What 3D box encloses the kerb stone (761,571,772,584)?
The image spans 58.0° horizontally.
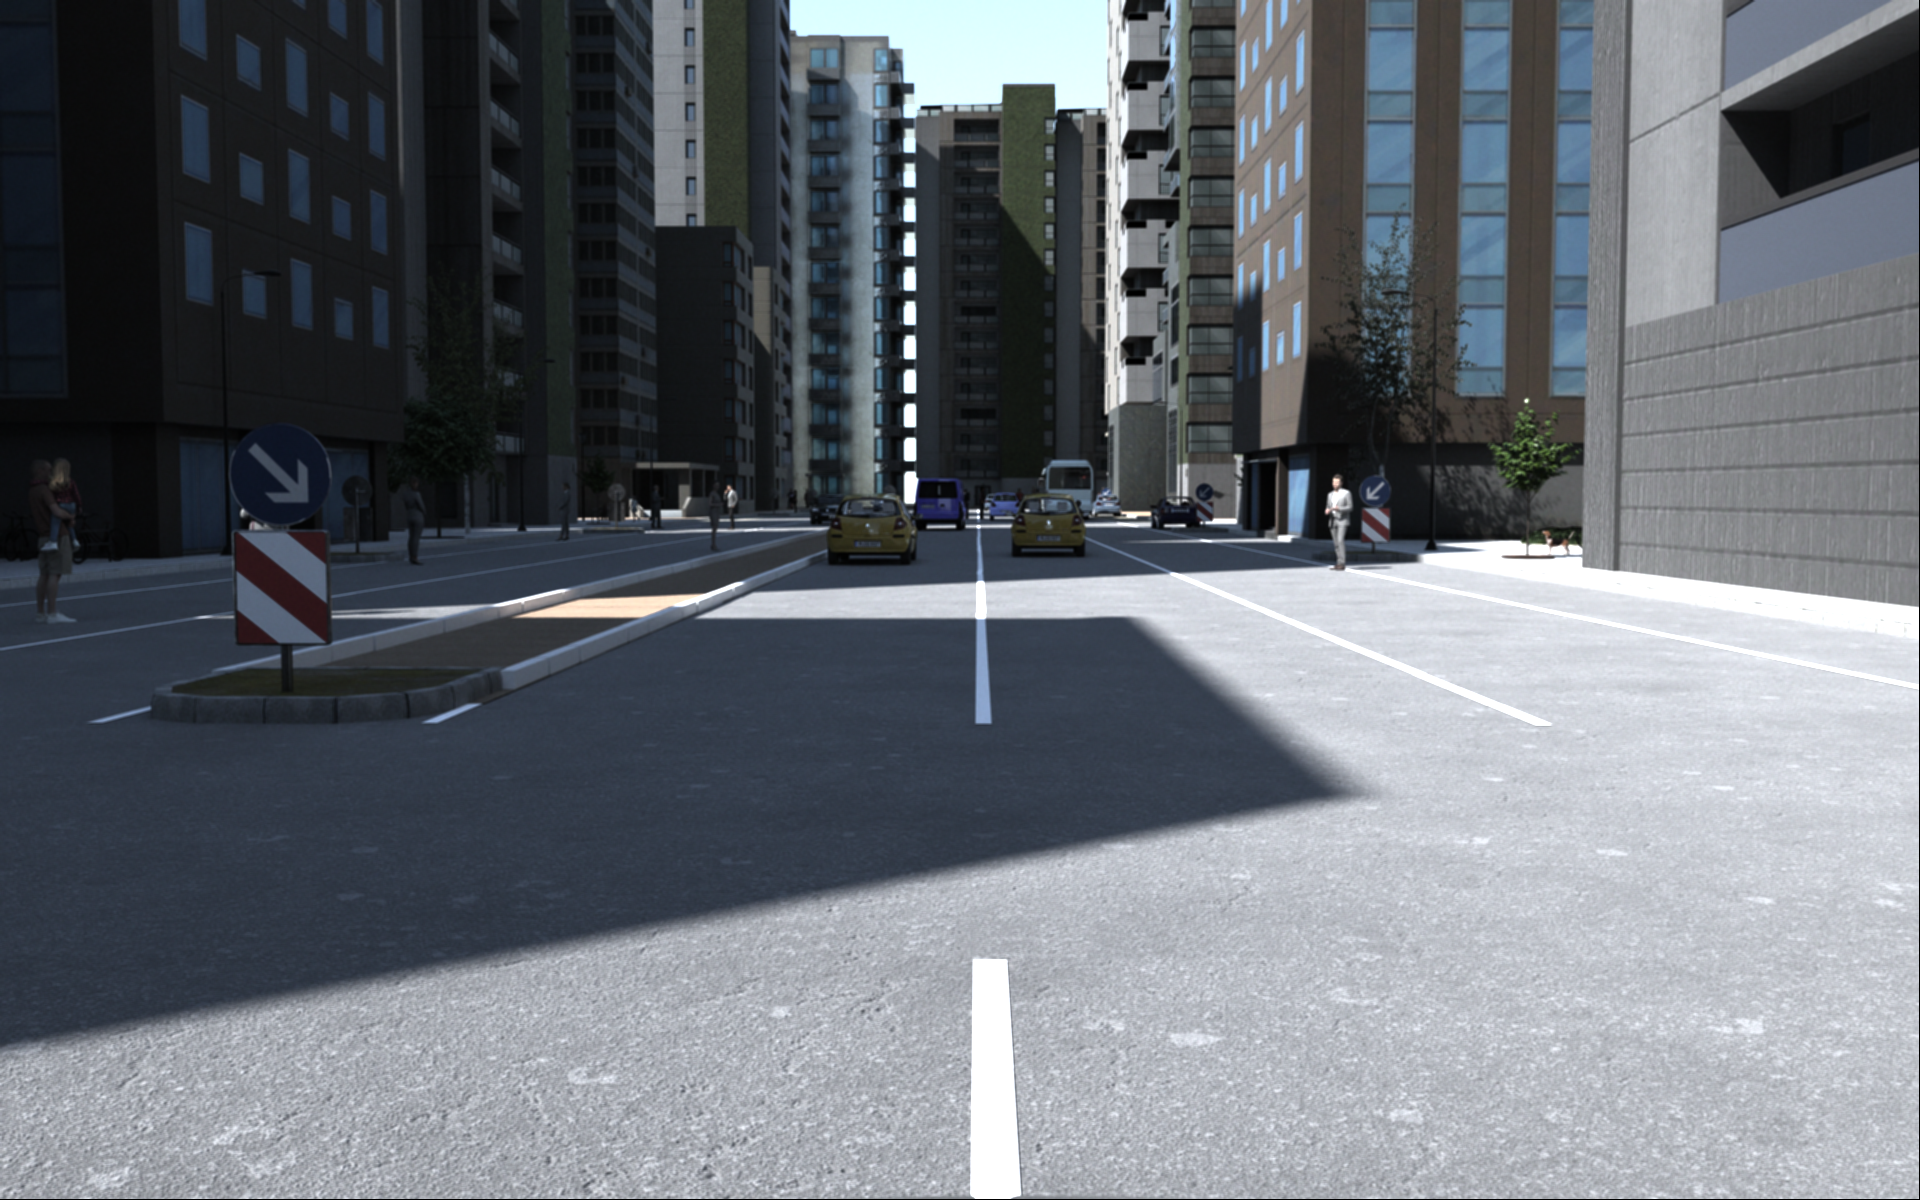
[{"bbox_3d":[-3.151,-0.324,27.487,0.120,0.150,1.000,0,4,1],"label":"kerb stone"}]

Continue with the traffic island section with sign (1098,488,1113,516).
[{"bbox_3d":[9.520,-6.477,114.525,1.989,1.847,2.006,0,4,1],"label":"traffic island section with sign"}]

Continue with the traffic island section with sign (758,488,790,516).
[{"bbox_3d":[-12.211,-6.441,113.938,1.989,1.847,2.006,0,4,1],"label":"traffic island section with sign"}]

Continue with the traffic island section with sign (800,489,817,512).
[{"bbox_3d":[-11.921,-8.090,140.891,1.989,1.847,2.006,0,4,1],"label":"traffic island section with sign"}]

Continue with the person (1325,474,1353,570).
[{"bbox_3d":[7.105,-1.471,32.758,0.583,1.804,0.606,-3,5,-43],"label":"person"}]

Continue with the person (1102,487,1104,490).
[{"bbox_3d":[11.613,-8.206,140.296,0.705,1.814,1.350,1,4,16],"label":"person"}]

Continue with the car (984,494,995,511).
[{"bbox_3d":[2.973,-8.380,149.017,2.014,1.417,4.499,0,4,1],"label":"car"}]

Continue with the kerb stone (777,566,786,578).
[{"bbox_3d":[-3.124,-0.449,29.539,0.120,0.150,1.000,0,4,1],"label":"kerb stone"}]

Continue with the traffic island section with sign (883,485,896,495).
[{"bbox_3d":[-3.580,-4.816,86.883,2.006,1.907,1.989,0,4,1],"label":"traffic island section with sign"}]

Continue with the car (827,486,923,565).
[{"bbox_3d":[-1.812,-1.610,36.549,2.015,1.641,3.980,0,4,1],"label":"car"}]

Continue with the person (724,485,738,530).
[{"bbox_3d":[-9.261,-3.753,70.040,0.473,1.802,0.592,-2,4,-25],"label":"person"}]

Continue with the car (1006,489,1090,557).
[{"bbox_3d":[2.082,-1.881,40.983,2.015,1.641,3.980,0,4,2],"label":"car"}]

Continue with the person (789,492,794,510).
[{"bbox_3d":[-13.768,-8.111,141.890,0.421,1.427,0.697,0,4,-2],"label":"person"}]

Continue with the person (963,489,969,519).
[{"bbox_3d":[0.323,-5.493,99.119,0.445,1.727,0.742,1,4,21],"label":"person"}]

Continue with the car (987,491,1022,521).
[{"bbox_3d":[2.449,-5.153,93.850,1.945,1.707,3.694,0,4,1],"label":"car"}]

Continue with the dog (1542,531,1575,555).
[{"bbox_3d":[12.665,-1.214,36.686,0.540,0.507,0.406,-1,4,-14],"label":"dog"}]

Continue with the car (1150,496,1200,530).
[{"bbox_3d":[8.862,-3.595,71.364,1.945,1.354,3.894,0,4,1],"label":"car"}]

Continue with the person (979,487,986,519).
[{"bbox_3d":[1.285,-5.490,98.229,0.705,1.831,1.348,1,4,8],"label":"person"}]

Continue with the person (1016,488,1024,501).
[{"bbox_3d":[4.067,-6.703,118.024,1.348,1.831,0.705,-1,4,-17],"label":"person"}]

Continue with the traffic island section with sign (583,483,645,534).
[{"bbox_3d":[-12.715,-3.379,63.878,1.989,1.847,2.006,0,4,1],"label":"traffic island section with sign"}]

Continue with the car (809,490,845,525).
[{"bbox_3d":[-6.132,-4.454,82.608,2.009,1.686,4.222,0,4,1],"label":"car"}]

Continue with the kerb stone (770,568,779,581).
[{"bbox_3d":[-3.140,-0.386,28.511,0.120,0.150,1.000,0,4,1],"label":"kerb stone"}]

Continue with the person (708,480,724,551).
[{"bbox_3d":[-6.170,-2.139,43.808,0.374,1.781,0.599,1,4,12],"label":"person"}]

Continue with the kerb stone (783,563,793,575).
[{"bbox_3d":[-3.114,-0.512,30.570,0.120,0.150,1.000,0,4,1],"label":"kerb stone"}]

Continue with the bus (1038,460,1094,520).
[{"bbox_3d":[6.125,-6.464,100.549,2.948,3.499,13.247,0,4,1],"label":"bus"}]

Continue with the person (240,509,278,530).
[{"bbox_3d":[-8.063,-0.695,20.037,0.511,1.800,0.466,0,4,8],"label":"person"}]

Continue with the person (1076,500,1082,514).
[{"bbox_3d":[3.457,-2.343,51.470,0.362,1.253,0.373,0,4,4],"label":"person"}]

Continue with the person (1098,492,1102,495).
[{"bbox_3d":[11.757,-8.299,144.964,0.421,1.427,0.697,-2,4,-24],"label":"person"}]

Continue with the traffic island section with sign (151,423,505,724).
[{"bbox_3d":[-4.345,-0.221,11.748,2.006,1.907,1.989,0,4,1],"label":"traffic island section with sign"}]

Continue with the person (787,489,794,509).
[{"bbox_3d":[-14.750,-8.783,150.093,0.568,1.767,0.683,2,4,35],"label":"person"}]

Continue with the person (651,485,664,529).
[{"bbox_3d":[-12.501,-3.859,71.766,0.590,1.801,0.661,0,4,3],"label":"person"}]

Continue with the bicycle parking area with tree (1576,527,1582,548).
[{"bbox_3d":[18.669,-3.056,36.968,9.016,4.147,8.231,-1,4,-11],"label":"bicycle parking area with tree"}]

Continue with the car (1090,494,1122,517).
[{"bbox_3d":[9.261,-5.995,110.015,2.014,1.417,4.499,0,4,0],"label":"car"}]

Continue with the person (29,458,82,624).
[{"bbox_3d":[-10.070,-0.659,19.252,0.580,1.828,0.573,0,4,-5],"label":"person"}]

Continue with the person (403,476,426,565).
[{"bbox_3d":[-11.005,-1.612,35.128,0.520,1.790,0.573,1,4,16],"label":"person"}]

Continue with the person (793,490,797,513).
[{"bbox_3d":[-12.619,-7.503,131.898,0.721,1.735,1.217,0,4,-7],"label":"person"}]

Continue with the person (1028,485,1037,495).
[{"bbox_3d":[3.137,-3.927,72.894,0.709,1.800,0.728,-2,4,-33],"label":"person"}]

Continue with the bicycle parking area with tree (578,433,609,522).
[{"bbox_3d":[-20.353,-5.793,81.719,8.231,4.147,9.016,1,4,10],"label":"bicycle parking area with tree"}]

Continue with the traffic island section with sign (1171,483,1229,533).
[{"bbox_3d":[9.008,-3.465,65.287,1.989,1.847,2.006,0,4,1],"label":"traffic island section with sign"}]

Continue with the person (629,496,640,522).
[{"bbox_3d":[-14.972,-4.196,79.656,0.382,1.210,0.505,2,4,34],"label":"person"}]

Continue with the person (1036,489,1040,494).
[{"bbox_3d":[5.817,-7.387,129.371,1.348,1.812,0.705,1,4,20],"label":"person"}]

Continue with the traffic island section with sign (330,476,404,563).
[{"bbox_3d":[-13.008,-1.731,36.924,1.989,1.847,2.006,0,4,1],"label":"traffic island section with sign"}]

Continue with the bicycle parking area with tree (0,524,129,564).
[{"bbox_3d":[-19.854,-2.616,29.778,8.231,4.147,9.016,1,4,18],"label":"bicycle parking area with tree"}]

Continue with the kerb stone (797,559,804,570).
[{"bbox_3d":[-3.094,-0.637,32.619,0.120,0.150,1.000,0,4,1],"label":"kerb stone"}]

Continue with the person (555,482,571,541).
[{"bbox_3d":[-12.142,-2.696,52.850,0.573,1.790,0.520,-2,4,-31],"label":"person"}]

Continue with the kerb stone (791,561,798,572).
[{"bbox_3d":[-3.108,-0.575,31.593,0.120,0.150,1.000,0,4,1],"label":"kerb stone"}]

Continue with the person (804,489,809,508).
[{"bbox_3d":[-13.761,-9.092,155.249,0.434,1.755,0.990,1,4,12],"label":"person"}]

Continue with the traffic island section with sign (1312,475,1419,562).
[{"bbox_3d":[8.743,-1.776,37.659,1.989,1.847,2.006,0,4,1],"label":"traffic island section with sign"}]
